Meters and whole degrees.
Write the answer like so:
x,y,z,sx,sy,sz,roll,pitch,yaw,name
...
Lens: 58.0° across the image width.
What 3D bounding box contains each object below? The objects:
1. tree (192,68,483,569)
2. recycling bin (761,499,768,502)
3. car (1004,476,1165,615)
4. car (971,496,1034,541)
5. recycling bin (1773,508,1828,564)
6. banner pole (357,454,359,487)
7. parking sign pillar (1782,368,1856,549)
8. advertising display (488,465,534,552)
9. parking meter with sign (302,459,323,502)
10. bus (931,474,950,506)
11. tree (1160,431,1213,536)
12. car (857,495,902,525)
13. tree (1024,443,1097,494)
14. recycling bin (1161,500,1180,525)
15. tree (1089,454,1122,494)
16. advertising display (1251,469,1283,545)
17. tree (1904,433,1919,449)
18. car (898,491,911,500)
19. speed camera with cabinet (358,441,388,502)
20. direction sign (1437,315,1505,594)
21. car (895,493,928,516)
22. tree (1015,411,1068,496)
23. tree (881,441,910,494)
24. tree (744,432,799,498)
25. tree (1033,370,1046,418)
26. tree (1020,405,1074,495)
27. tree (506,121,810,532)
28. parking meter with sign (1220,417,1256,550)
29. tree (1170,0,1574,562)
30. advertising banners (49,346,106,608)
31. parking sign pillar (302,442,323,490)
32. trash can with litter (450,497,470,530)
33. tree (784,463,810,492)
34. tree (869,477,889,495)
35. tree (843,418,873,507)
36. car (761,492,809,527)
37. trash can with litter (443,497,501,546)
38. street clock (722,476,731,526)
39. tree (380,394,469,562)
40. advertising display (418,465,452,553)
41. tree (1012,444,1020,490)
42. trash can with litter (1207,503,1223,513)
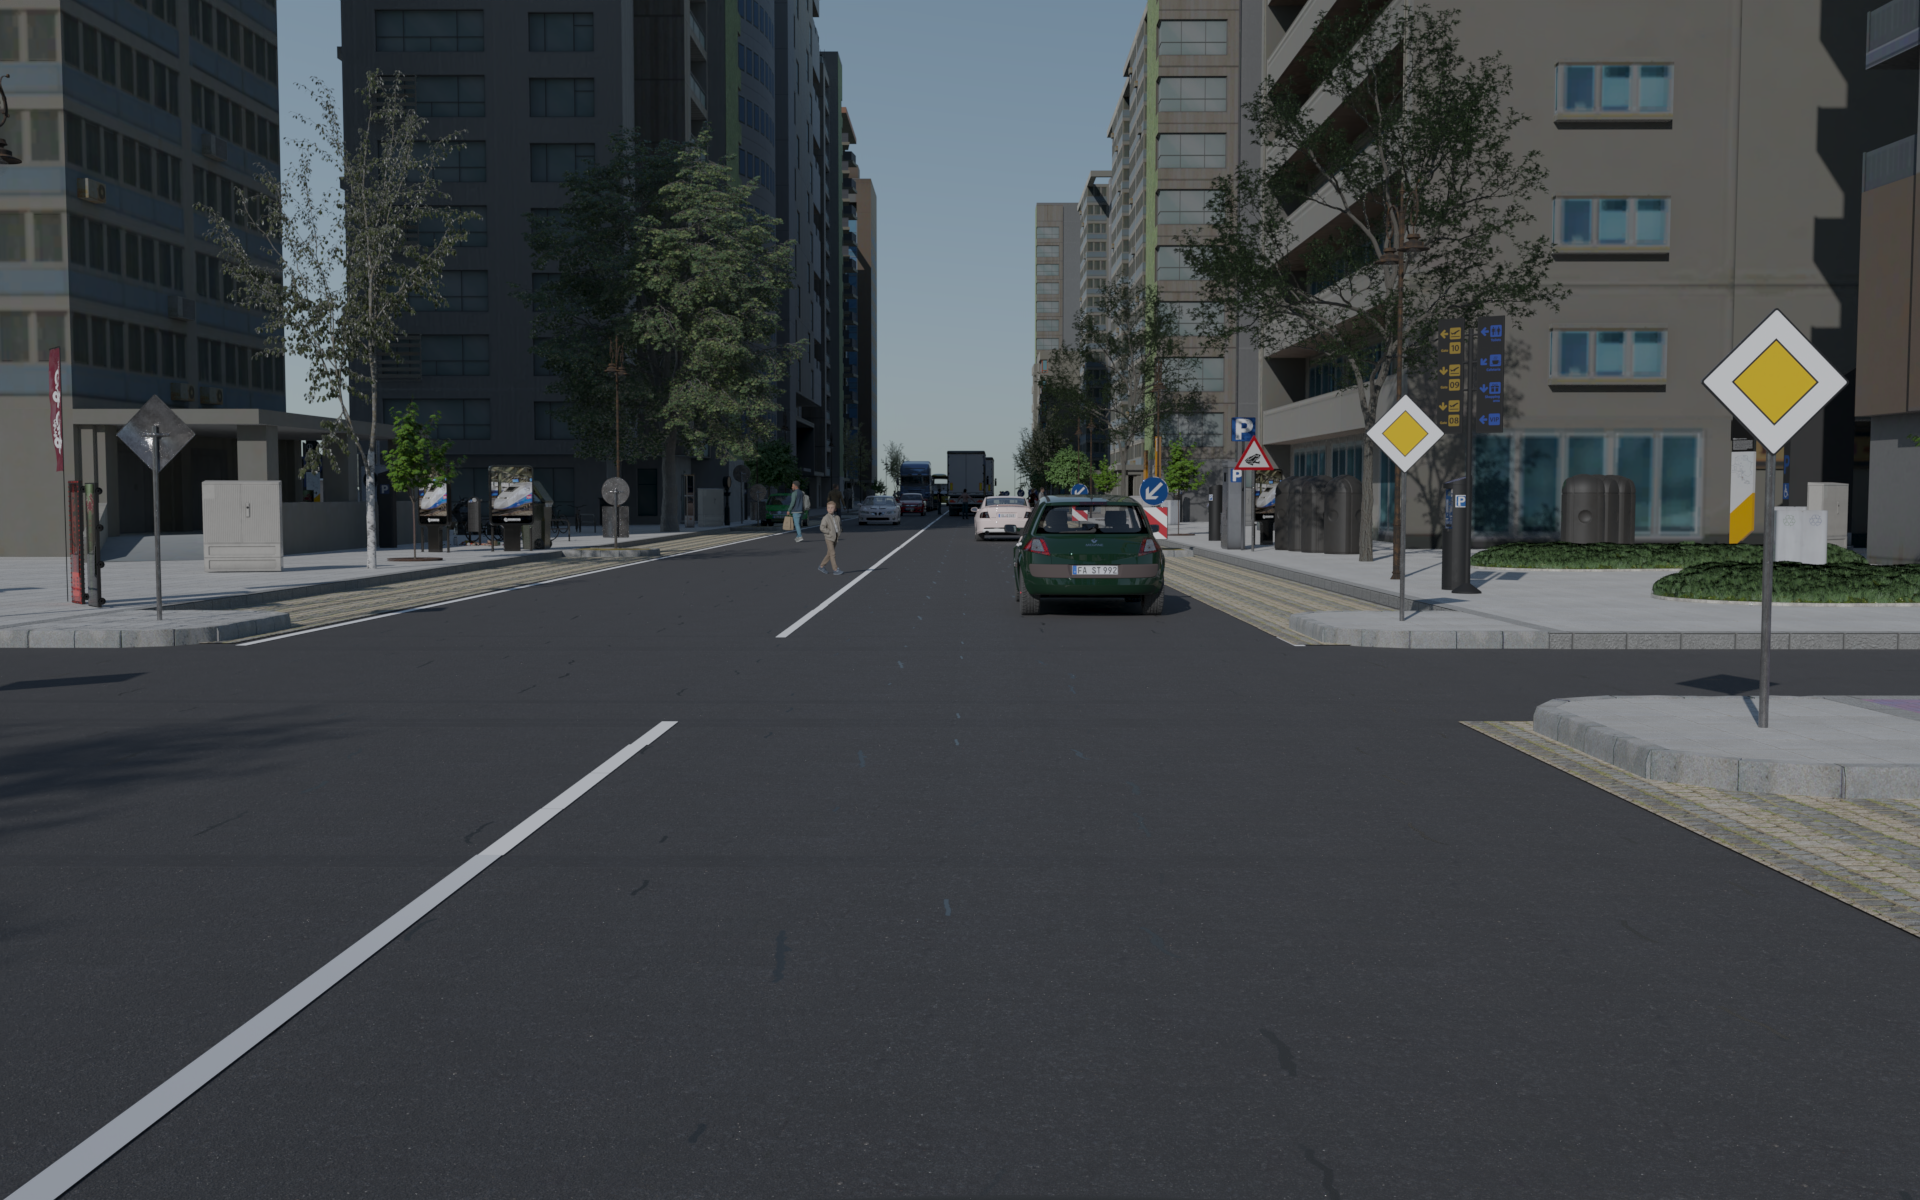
x,y,z,sx,sy,sz,roll,pitch,yaw,name
-10.355,-4.842,29.536,4.360,8.622,3.978,0,3,0,tree
-9.424,-4.475,85.717,0.722,1.027,0.722,1,4,10,recycling bin
1.566,-0.738,21.854,2.009,1.686,4.222,0,4,1,car
1.394,-2.544,53.957,2.083,1.381,4.827,0,3,0,car
13.128,-0.890,27.104,0.722,1.027,0.722,1,4,20,recycling bin
-26.371,-5.253,75.905,0.401,3.779,0.863,-3,5,-42,banner pole
18.434,-2.980,37.194,1.447,3.967,1.447,0,4,7,parking sign pillar
-10.023,-2.048,38.705,0.974,1.923,0.123,-2,4,-26,advertising display
-31.407,-5.440,85.197,1.738,3.016,0.543,-1,4,-20,parking meter with sign
-2.363,-13.449,211.435,2.896,3.916,12.252,0,4,2,bus
6.715,-3.596,53.399,1.663,3.219,1.824,0,3,0,tree
-3.760,-4.215,81.275,2.083,1.381,4.827,0,4,0,car
7.150,-7.813,111.456,4.285,4.588,4.351,0,3,0,tree
8.590,-3.604,71.484,0.722,1.027,0.722,3,5,43,recycling bin
7.026,-5.494,84.422,1.663,3.219,1.824,0,3,0,tree
7.726,-2.348,43.600,0.974,1.923,0.123,-2,4,-34,advertising display
14.841,-1.865,25.087,1.663,3.219,1.824,0,3,0,tree
-3.756,-7.439,131.412,2.009,1.686,4.222,0,4,-2,car
-19.121,-3.699,54.821,2.038,3.252,0.660,1,4,12,speed camera with cabinet
6.550,-1.853,22.291,0.876,3.537,0.379,3,5,39,direction sign
-3.193,-6.437,114.293,2.155,1.783,4.494,0,4,1,car
7.153,-12.128,148.647,4.360,8.622,3.978,0,3,0,tree
-8.892,-18.321,249.905,4.737,8.622,4.395,0,3,0,tree
-9.847,-6.471,89.513,4.285,4.588,4.351,0,3,0,tree
6.689,-8.456,72.663,8.767,10.594,7.601,2,4,29,tree
7.282,-11.571,139.544,4.737,8.622,4.395,0,3,0,tree
-9.990,-9.289,58.525,9.857,13.997,8.962,0,3,0,tree
6.383,-2.686,40.182,0.543,3.016,1.738,0,4,-3,parking meter with sign
7.479,-5.994,32.416,8.767,10.594,7.601,3,5,42,tree
-10.300,-1.466,20.158,0.090,3.025,2.074,-3,5,-40,advertising banners
-33.211,-6.159,89.179,1.447,3.967,1.447,0,4,2,parking sign pillar
-18.046,-3.097,62.025,1.055,1.170,0.624,1,4,19,trash can with litter
-9.893,-6.786,105.550,1.663,3.219,1.824,0,3,0,tree
-9.438,-12.154,193.317,1.663,3.219,1.824,0,3,0,tree
-10.338,-13.286,167.593,4.360,8.622,3.978,0,3,0,tree
-7.597,-4.058,75.137,1.959,1.807,4.718,0,3,0,car
-11.959,-1.955,43.027,1.678,1.210,2.233,-3,5,-45,trash can with litter
-9.459,-4.022,70.334,0.358,2.002,0.471,1,4,11,street clock
-10.522,-2.355,33.111,1.663,3.219,1.824,0,3,0,tree
-11.546,-2.010,38.074,0.974,1.923,0.123,2,4,33,advertising display
7.500,-14.144,181.623,4.737,8.622,4.395,0,3,0,tree
9.571,-3.173,63.271,1.055,1.170,0.624,0,4,-1,trash can with litter
